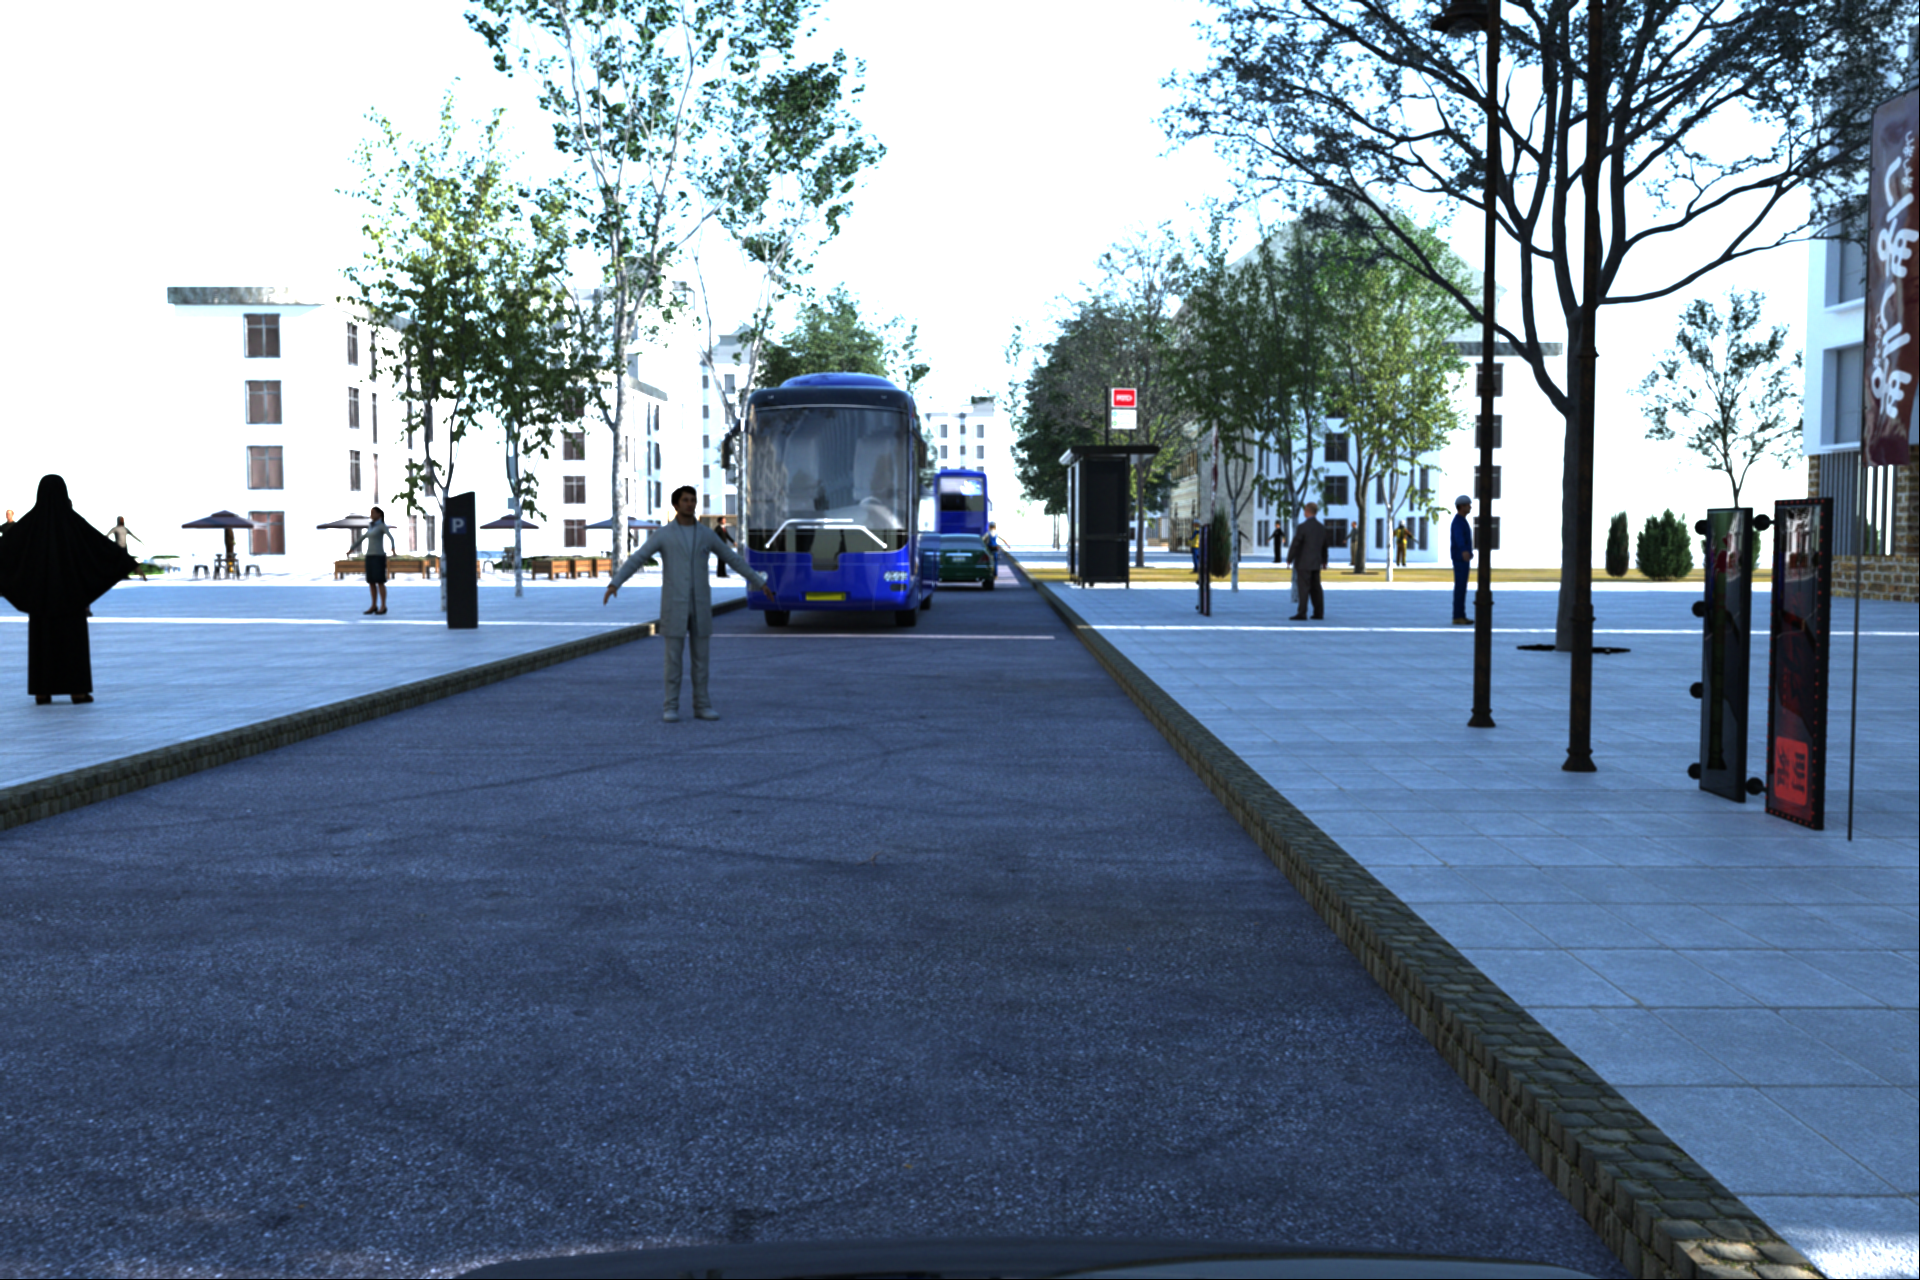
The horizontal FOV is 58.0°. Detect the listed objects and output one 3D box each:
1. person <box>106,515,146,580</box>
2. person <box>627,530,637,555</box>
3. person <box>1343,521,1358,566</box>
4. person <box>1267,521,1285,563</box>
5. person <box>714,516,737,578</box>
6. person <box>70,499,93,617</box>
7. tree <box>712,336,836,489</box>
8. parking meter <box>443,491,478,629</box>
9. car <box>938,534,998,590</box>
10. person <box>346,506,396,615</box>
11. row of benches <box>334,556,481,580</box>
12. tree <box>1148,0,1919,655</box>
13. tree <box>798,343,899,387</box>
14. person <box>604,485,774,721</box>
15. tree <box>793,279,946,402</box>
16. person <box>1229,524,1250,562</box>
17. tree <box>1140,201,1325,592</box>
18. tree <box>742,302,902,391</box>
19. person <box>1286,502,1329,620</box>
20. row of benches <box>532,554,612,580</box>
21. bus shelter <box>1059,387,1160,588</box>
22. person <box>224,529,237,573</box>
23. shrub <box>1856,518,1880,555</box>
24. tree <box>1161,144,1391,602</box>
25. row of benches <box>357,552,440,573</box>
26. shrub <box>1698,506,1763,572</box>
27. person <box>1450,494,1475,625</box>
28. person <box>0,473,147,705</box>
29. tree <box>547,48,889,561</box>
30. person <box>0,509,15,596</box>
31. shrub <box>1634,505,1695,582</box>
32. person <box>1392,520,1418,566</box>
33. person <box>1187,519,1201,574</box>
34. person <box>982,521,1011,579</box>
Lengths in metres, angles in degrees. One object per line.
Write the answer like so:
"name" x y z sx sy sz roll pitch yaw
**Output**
"person" -23.598 -2.608 48.763 0.705 1.813 1.348 2 4 32
"person" -15.422 -4.572 80.527 0.705 1.856 1.354 1 4 13
"person" 15.956 -3.914 70.262 0.705 1.796 1.348 -1 4 -14
"person" 13.925 -4.291 76.090 0.705 1.837 1.347 -1 4 -22
"person" -7.016 -2.752 51.185 0.705 1.806 1.347 1 4 22
"person" -13.809 -1.274 26.744 0.599 1.838 0.709 2 4 29
"tree" -8.220 -9.035 82.138 7.601 10.594 8.767 -1 4 -11
"parking meter" -6.779 -1.088 23.500 0.399 1.863 0.255 0 4 2
"car" -0.044 -2.062 45.505 2.131 1.459 4.920 0 4 0
"person" -9.383 -1.273 27.649 1.217 1.735 0.721 2 4 35
"row of benches" -15.613 -2.069 49.284 4.104 0.672 1.422 0 4 -4
"tree" 6.582 -6.614 18.512 12.009 13.543 11.850 0 3 0
"tree" -7.747 -12.589 112.484 9.857 13.997 8.962 0 3 0
"person" -2.099 -0.288 13.350 1.347 1.806 0.705 -2 4 -26
"tree" -7.371 -16.594 127.202 12.611 20.169 13.585 0 3 0
"person" 12.978 -4.543 80.997 1.216 1.740 0.721 2 4 30
"tree" 6.038 -5.353 37.886 4.737 8.622 4.395 0 3 0
"tree" -7.650 -11.620 96.646 9.857 13.997 8.962 0 3 0
"person" 5.184 -1.183 25.939 0.990 1.755 0.434 -3 4 -38
"row of benches" -11.176 -2.128 50.258 1.422 0.672 4.104 1 4 14
"bus shelter" 3.737 -4.122 45.032 2.179 5.291 8.768 0 4 1
"person" -24.051 -3.118 57.123 0.704 1.812 1.346 -2 4 -30
"shrub" 28.080 -3.087 54.507 1.661 2.075 1.752 0 3 0
"tree" 6.519 -5.023 32.481 4.360 8.622 3.978 0 3 0
"row of benches" -18.688 -2.586 57.748 4.104 0.672 1.422 2 4 30
"shrub" 21.459 -2.703 48.243 1.661 2.075 1.752 0 3 0
"person" 7.180 -1.150 24.688 0.705 1.842 1.347 1 4 19
"person" -6.823 -0.388 13.138 1.214 1.737 0.721 -1 4 -9
"tree" -9.561 -13.007 68.561 12.611 20.169 13.585 0 3 0
"person" -19.514 -1.796 35.590 1.348 1.803 0.705 0 4 -3
"shrub" 19.118 -2.625 46.965 1.661 2.075 1.752 0 3 0
"person" 17.545 -3.854 68.781 1.354 1.858 0.705 3 5 44
"person" 7.615 -3.055 56.412 0.721 1.772 1.216 2 4 24
"person" 1.001 -2.842 54.775 1.347 1.847 0.705 -1 4 -17
